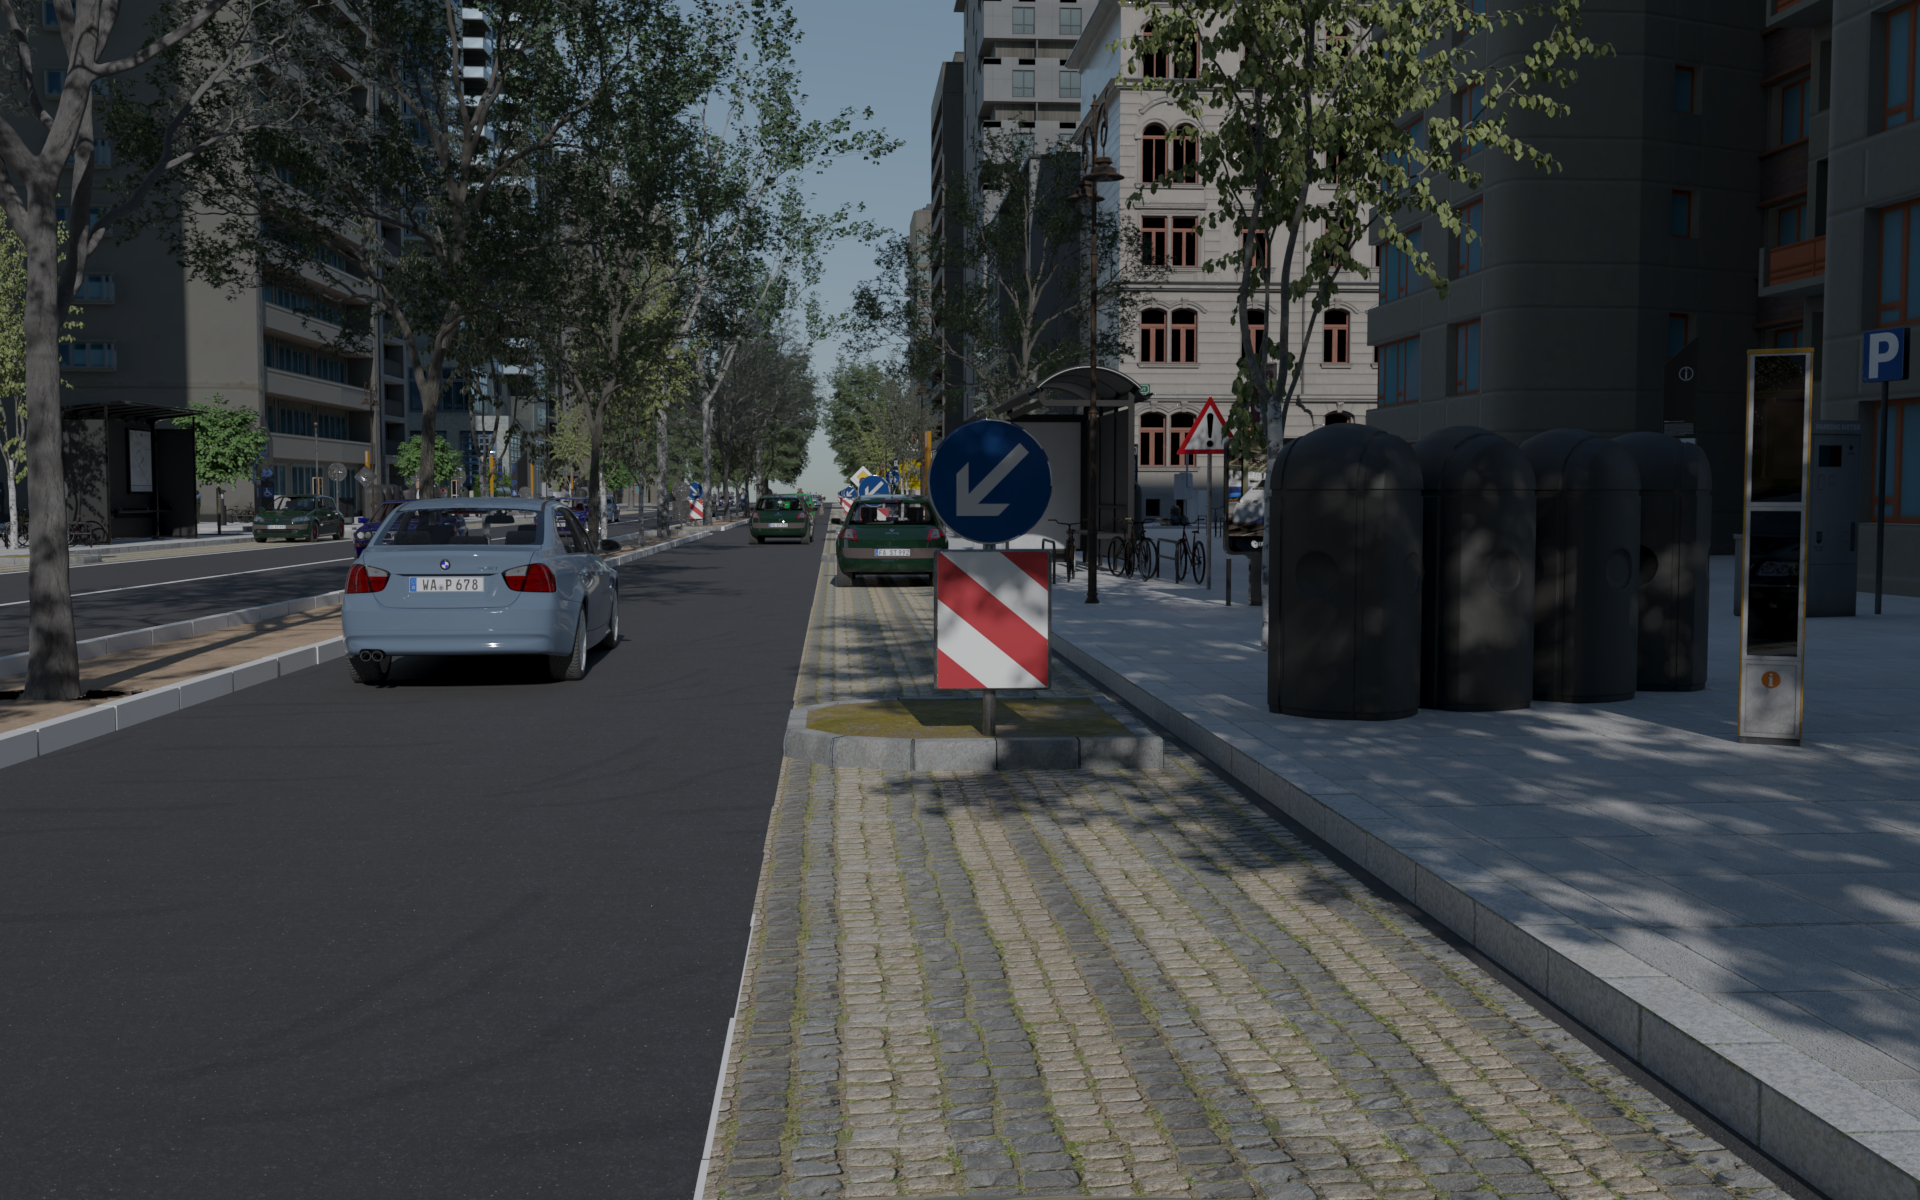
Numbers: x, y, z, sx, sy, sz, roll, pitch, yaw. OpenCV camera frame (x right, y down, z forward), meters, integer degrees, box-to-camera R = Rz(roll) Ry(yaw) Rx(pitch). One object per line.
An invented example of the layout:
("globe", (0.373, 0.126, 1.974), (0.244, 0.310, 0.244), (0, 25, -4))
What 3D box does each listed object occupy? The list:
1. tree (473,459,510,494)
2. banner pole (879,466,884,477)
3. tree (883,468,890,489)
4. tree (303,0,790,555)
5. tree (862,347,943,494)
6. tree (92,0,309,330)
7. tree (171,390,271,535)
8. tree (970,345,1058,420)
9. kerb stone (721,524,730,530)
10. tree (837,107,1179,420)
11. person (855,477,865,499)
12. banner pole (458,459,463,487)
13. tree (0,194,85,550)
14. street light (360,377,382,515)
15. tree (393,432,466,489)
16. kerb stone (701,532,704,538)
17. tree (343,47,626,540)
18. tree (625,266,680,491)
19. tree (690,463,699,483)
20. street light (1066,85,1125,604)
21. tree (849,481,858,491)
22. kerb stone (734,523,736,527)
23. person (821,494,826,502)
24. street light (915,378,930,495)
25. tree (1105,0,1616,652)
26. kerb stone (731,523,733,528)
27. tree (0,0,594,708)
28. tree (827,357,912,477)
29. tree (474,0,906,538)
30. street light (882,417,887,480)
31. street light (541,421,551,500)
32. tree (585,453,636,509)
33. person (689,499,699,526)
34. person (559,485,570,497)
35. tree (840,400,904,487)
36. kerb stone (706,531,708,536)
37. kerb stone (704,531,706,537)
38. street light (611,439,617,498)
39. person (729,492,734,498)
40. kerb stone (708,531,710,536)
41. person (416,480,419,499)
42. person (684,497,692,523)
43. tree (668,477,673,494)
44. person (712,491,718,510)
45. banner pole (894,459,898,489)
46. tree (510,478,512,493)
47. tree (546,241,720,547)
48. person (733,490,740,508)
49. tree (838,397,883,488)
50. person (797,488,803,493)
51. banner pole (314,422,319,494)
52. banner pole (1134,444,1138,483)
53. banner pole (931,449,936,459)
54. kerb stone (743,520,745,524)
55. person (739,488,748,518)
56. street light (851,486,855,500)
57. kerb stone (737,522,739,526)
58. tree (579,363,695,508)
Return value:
("tree", (-25.502, -6.065, 93.759), (1.663, 3.219, 1.824), (0, 3, 0))
("banner pole", (-6.062, -9.029, 137.641), (0.863, 3.779, 0.401), (-2, 4, -34))
("tree", (-5.298, -8.045, 126.131), (1.663, 3.219, 1.824), (0, 3, 0))
("tree", (-7.700, -6.040, 35.622), (8.767, 10.594, 7.601), (0, 4, -4))
("tree", (-2.860, -8.316, 86.327), (4.360, 8.622, 3.978), (0, 3, 0))
("tree", (-7.035, -5.216, 22.159), (8.767, 10.594, 7.601), (0, 4, -4))
("tree", (-23.419, -4.335, 54.587), (4.285, 4.588, 4.351), (0, 3, 0))
("tree", (2.581, -8.259, 85.398), (4.360, 8.622, 3.978), (0, 3, 0))
("kerb stone", (-9.470, -2.903, 69.776), (0.120, 0.150, 1.000), (0, 4, -4))
("tree", (1.027, -6.629, 42.803), (8.767, 10.594, 7.601), (0, 4, 3))
("person", (-2.127, -1.808, 38.251), (0.419, 1.800, 0.721), (-1, 4, -8))
("banner pole", (-35.957, -8.234, 124.645), (0.863, 3.779, 0.401), (3, 5, 43))
("tree", (-21.996, -5.460, 39.641), (4.737, 8.622, 4.395), (0, 3, 0))
("street light", (-23.328, -5.867, 68.716), (0.468, 5.910, 1.993), (0, 4, -4))
("tree", (-25.129, -5.993, 81.699), (4.285, 4.588, 4.351), (0, 3, 0))
("kerb stone", (-8.468, -2.061, 55.961), (0.120, 0.150, 1.000), (0, 4, -4))
("tree", (-7.815, -4.613, 28.247), (4.360, 8.622, 3.978), (0, 3, 0))
("tree", (-8.632, -5.436, 41.699), (4.360, 8.622, 3.978), (0, 3, 0))
("tree", (-41.334, -23.558, 302.185), (9.611, 12.733, 9.660), (0, 3, 0))
("street light", (1.555, -2.899, 20.182), (0.468, 5.910, 1.993), (0, 4, -4))
("tree", (-12.355, -14.014, 212.839), (4.285, 4.588, 4.351), (0, 3, 0))
("kerb stone", (-9.763, -3.160, 73.853), (0.120, 0.150, 1.000), (0, 4, -4))
("person", (-19.935, -14.707, 252.147), (0.799, 1.438, 0.628), (0, 4, -4))
("street light", (-1.339, -5.404, 61.139), (0.468, 5.910, 1.993), (0, 4, -4))
("tree", (2.760, -3.891, 13.981), (4.737, 8.622, 4.395), (0, 3, 0))
("kerb stone", (-9.615, -3.035, 71.815), (0.120, 0.150, 1.000), (0, 4, -4))
("tree", (-6.396, -6.057, 11.866), (12.009, 13.543, 11.850), (0, 3, 0))
("tree", (-8.205, -15.498, 160.051), (9.857, 13.997, 8.962), (0, 3, 0))
("tree", (-8.459, -12.056, 55.454), (12.611, 20.169, 13.585), (0, 3, 0))
("street light", (-4.387, -7.948, 102.732), (0.468, 5.910, 1.993), (0, 4, -4))
("street light", (-26.277, -8.393, 110.013), (0.468, 5.910, 1.993), (0, 4, -4))
("tree", (-29.829, -10.160, 149.833), (4.285, 4.588, 4.351), (0, 3, 0))
("person", (-11.463, -3.799, 74.881), (0.640, 1.303, 0.475), (1, 4, 18))
("person", (-18.575, -4.470, 81.435), (0.661, 1.843, 0.795), (-3, 5, -42))
("tree", (-6.067, -11.147, 132.613), (4.737, 8.622, 4.395), (0, 3, 0))
("kerb stone", (-8.622, -2.190, 58.000), (0.120, 0.150, 1.000), (0, 4, -4))
("kerb stone", (-8.539, -2.128, 56.981), (0.120, 0.150, 1.000), (0, 4, -4))
("street light", (-28.875, -10.503, 144.508), (0.468, 5.910, 1.993), (0, 4, -4))
("person", (-34.109, -15.134, 255.943), (1.348, 1.824, 0.705), (1, 4, 18))
("kerb stone", (-8.687, -2.252, 59.020), (0.120, 0.150, 1.000), (0, 4, -4))
("person", (-14.929, -2.423, 48.218), (0.850, 1.850, 0.679), (0, 4, 5))
("person", (-13.172, -4.598, 84.033), (0.694, 1.780, 0.624), (2, 4, 32))
("tree", (-33.117, -12.402, 197.374), (1.663, 3.219, 1.824), (0, 3, 0))
("person", (-21.767, -8.805, 153.386), (0.541, 1.710, 0.530), (3, 5, 41))
("banner pole", (-3.757, -7.186, 107.513), (0.863, 3.779, 0.401), (-2, 4, -27))
("tree", (-29.894, -7.249, 113.123), (1.663, 3.219, 1.824), (0, 3, 0))
("tree", (-8.711, -5.761, 47.008), (4.737, 8.622, 4.395), (0, 3, 0))
("person", (-23.177, -10.540, 180.968), (0.705, 1.807, 1.348), (3, 4, 36))
("tree", (-10.630, -17.395, 202.536), (7.486, 12.596, 7.792), (0, 3, 0))
("person", (-10.611, -6.504, 114.823), (0.580, 1.828, 0.573), (3, 4, 39))
("banner pole", (-22.351, -4.295, 60.239), (0.401, 3.779, 0.863), (-1, 4, -23))
("banner pole", (7.450, -5.258, 75.979), (0.863, 3.779, 0.401), (2, 4, 34))
("banner pole", (-1.064, -5.724, 83.604), (0.863, 3.779, 0.401), (1, 4, 10))
("kerb stone", (-10.278, -3.593, 81.016), (0.120, 0.150, 1.000), (0, 4, -4))
("person", (-12.864, -5.785, 103.112), (0.581, 1.822, 0.654), (2, 4, 30))
("street light", (-18.994, -20.218, 303.345), (0.468, 5.910, 1.993), (0, 4, -4))
("kerb stone", (-9.906, -3.283, 75.904), (0.120, 0.150, 1.000), (0, 4, -4))
("tree", (-30.440, -15.466, 159.526), (9.857, 13.997, 8.962), (0, 3, 0))
